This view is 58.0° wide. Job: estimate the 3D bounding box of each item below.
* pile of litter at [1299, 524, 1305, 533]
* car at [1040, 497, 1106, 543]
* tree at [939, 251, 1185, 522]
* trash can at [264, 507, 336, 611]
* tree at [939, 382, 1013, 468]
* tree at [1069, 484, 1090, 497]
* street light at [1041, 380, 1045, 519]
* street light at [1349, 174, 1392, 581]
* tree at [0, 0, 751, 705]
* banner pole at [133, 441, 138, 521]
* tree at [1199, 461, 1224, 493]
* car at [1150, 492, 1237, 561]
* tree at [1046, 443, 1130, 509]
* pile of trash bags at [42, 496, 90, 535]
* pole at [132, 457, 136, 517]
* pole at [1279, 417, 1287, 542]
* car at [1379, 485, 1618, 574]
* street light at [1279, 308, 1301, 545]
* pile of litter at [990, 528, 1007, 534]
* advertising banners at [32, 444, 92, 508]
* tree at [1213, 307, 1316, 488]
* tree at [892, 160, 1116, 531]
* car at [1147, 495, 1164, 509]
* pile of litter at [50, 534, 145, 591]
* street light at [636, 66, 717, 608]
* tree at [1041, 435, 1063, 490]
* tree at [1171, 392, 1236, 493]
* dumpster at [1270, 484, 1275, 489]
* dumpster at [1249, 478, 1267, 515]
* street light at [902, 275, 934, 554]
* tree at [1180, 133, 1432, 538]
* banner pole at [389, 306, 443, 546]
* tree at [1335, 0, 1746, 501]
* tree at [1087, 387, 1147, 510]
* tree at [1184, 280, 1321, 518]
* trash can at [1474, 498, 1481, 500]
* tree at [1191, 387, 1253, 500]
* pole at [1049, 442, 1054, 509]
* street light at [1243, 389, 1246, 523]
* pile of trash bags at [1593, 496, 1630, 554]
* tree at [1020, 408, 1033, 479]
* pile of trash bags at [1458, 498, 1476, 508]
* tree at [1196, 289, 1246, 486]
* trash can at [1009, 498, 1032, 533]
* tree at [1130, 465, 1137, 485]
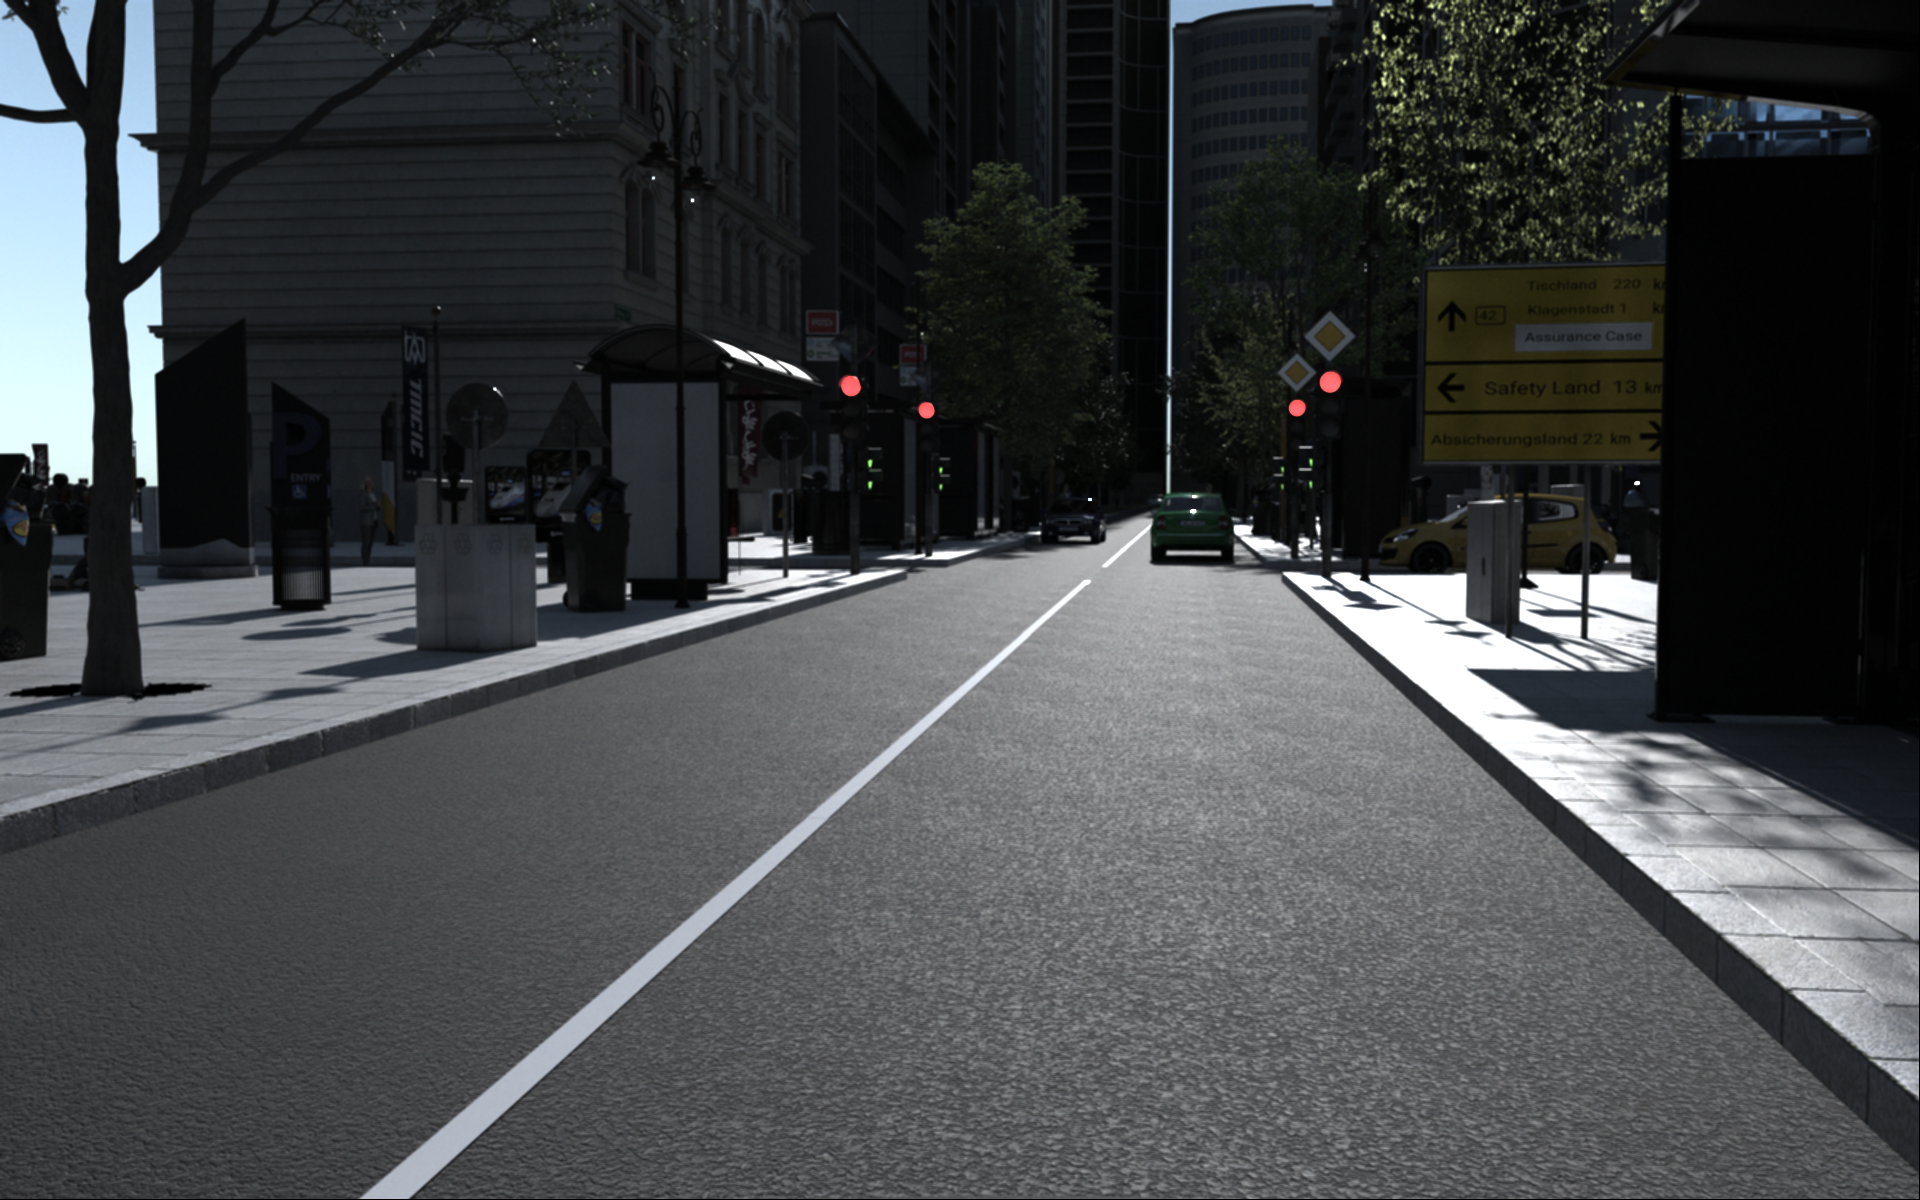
[{"bbox_3d":[10.840,-2.611,56.659,1.719,0.858,1.176,0,4,0],"label":"pile of litter"},{"bbox_3d":[3.405,-2.391,51.672,1.945,1.354,3.894,1,4,9],"label":"car"},{"bbox_3d":[3.456,-9.932,79.388,9.611,12.733,9.660,0,3,0],"label":"tree"},{"bbox_3d":[-7.306,-0.462,19.208,0.748,1.137,0.748,0,3,0],"label":"trash can"},{"bbox_3d":[0.688,-8.483,89.066,4.360,8.622,3.978,0,3,0],"label":"tree"},{"bbox_3d":[6.825,-6.247,96.740,1.663,3.219,1.824,0,3,0],"label":"tree"},{"bbox_3d":[3.371,-5.939,69.891,0.468,5.910,1.993,0,4,7],"label":"street light"},{"bbox_3d":[5.989,-3.220,25.437,0.468,5.910,1.993,0,4,7],"label":"street light"},{"bbox_3d":[-5.365,-6.147,10.871,12.009,13.543,11.850,0,3,0],"label":"tree"},{"bbox_3d":[-39.018,-5.593,81.457,0.863,3.779,0.401,-3,5,-40],"label":"banner pole"},{"bbox_3d":[23.717,-10.769,159.786,4.285,4.588,4.351,0,3,0],"label":"tree"},{"bbox_3d":[5.209,-1.827,38.675,1.959,1.807,4.718,1,4,8],"label":"car"},{"bbox_3d":[6.180,-6.619,91.942,4.285,4.588,4.351,0,3,0],"label":"tree"},{"bbox_3d":[-28.768,-2.729,54.380,3.447,1.369,1.912,-3,5,-43],"label":"pile of trash bags"},{"bbox_3d":[-45.319,-6.187,94.996,0.158,3.312,0.155,0,3,0],"label":"pole"},{"bbox_3d":[8.591,-3.191,46.024,0.158,3.312,0.155,0,3,0],"label":"pole"},{"bbox_3d":[9.421,-1.239,30.477,3.980,1.641,2.015,1,4,9],"label":"car"},{"bbox_3d":[8.202,-4.305,43.180,0.468,5.910,1.993,0,4,7],"label":"street light"},{"bbox_3d":[0.629,-2.603,56.522,1.719,0.858,1.176,1,4,14],"label":"pile of litter"},{"bbox_3d":[-31.168,-3.922,60.306,2.074,3.025,0.090,-1,4,-9],"label":"advertising banners"},{"bbox_3d":[12.164,-7.137,67.059,4.737,8.622,4.395,0,3,0],"label":"tree"},{"bbox_3d":[1.540,-8.671,59.896,7.486,12.596,7.792,0,3,0],"label":"tree"},{"bbox_3d":[19.368,-9.637,169.921,2.083,1.381,4.827,0,4,8],"label":"car"},{"bbox_3d":[-11.700,-0.566,23.213,1.719,0.858,1.176,3,5,42],"label":"pile of litter"},{"bbox_3d":[-3.130,-2.847,19.338,0.468,5.910,1.993,0,4,7],"label":"street light"},{"bbox_3d":[4.655,-9.489,105.500,4.360,8.622,3.978,0,3,0],"label":"tree"},{"bbox_3d":[27.153,-16.980,184.271,9.857,13.997,8.962,0,3,0],"label":"tree"},{"bbox_3d":[13.568,-4.080,72.463,1.264,1.857,1.865,0,4,7],"label":"dumpster"},{"bbox_3d":[18.105,-6.185,103.624,1.502,2.255,1.985,0,4,7],"label":"dumpster"},{"bbox_3d":[-0.883,-3.910,36.717,0.468,5.910,1.993,0,4,7],"label":"street light"},{"bbox_3d":[10.241,-7.667,51.111,9.928,11.665,9.643,0,3,0],"label":"tree"},{"bbox_3d":[-7.091,-2.017,22.988,0.401,3.779,0.863,2,4,27],"label":"banner pole"},{"bbox_3d":[5.899,-4.178,18.671,4.360,8.622,3.978,0,3,0],"label":"tree"},{"bbox_3d":[9.615,-10.165,116.567,4.737,8.622,4.395,0,3,0],"label":"tree"},{"bbox_3d":[15.219,-10.759,92.915,9.611,12.733,9.660,0,3,0],"label":"tree"},{"bbox_3d":[18.532,-3.030,61.197,0.748,1.137,0.748,0,3,0],"label":"trash can"},{"bbox_3d":[25.708,-15.241,167.312,7.486,12.596,7.792,0,3,0],"label":"tree"},{"bbox_3d":[3.569,-4.519,67.727,0.158,3.312,0.155,0,3,0],"label":"pole"},{"bbox_3d":[12.498,-6.308,75.921,0.468,5.910,1.993,0,4,7],"label":"street light"},{"bbox_3d":[14.448,-1.728,38.001,3.447,1.369,1.912,1,4,9],"label":"pile of trash bags"},{"bbox_3d":[2.144,-9.160,100.125,4.360,8.622,3.978,0,3,0],"label":"tree"},{"bbox_3d":[16.301,-2.546,51.385,3.447,1.369,1.912,2,4,26],"label":"pile of trash bags"},{"bbox_3d":[10.449,-6.747,60.680,4.360,8.622,3.978,0,3,0],"label":"tree"},{"bbox_3d":[2.013,-2.817,57.705,0.748,1.137,0.748,0,3,0],"label":"trash can"},{"bbox_3d":[13.621,-10.186,150.248,4.285,4.588,4.351,0,3,0],"label":"tree"}]
